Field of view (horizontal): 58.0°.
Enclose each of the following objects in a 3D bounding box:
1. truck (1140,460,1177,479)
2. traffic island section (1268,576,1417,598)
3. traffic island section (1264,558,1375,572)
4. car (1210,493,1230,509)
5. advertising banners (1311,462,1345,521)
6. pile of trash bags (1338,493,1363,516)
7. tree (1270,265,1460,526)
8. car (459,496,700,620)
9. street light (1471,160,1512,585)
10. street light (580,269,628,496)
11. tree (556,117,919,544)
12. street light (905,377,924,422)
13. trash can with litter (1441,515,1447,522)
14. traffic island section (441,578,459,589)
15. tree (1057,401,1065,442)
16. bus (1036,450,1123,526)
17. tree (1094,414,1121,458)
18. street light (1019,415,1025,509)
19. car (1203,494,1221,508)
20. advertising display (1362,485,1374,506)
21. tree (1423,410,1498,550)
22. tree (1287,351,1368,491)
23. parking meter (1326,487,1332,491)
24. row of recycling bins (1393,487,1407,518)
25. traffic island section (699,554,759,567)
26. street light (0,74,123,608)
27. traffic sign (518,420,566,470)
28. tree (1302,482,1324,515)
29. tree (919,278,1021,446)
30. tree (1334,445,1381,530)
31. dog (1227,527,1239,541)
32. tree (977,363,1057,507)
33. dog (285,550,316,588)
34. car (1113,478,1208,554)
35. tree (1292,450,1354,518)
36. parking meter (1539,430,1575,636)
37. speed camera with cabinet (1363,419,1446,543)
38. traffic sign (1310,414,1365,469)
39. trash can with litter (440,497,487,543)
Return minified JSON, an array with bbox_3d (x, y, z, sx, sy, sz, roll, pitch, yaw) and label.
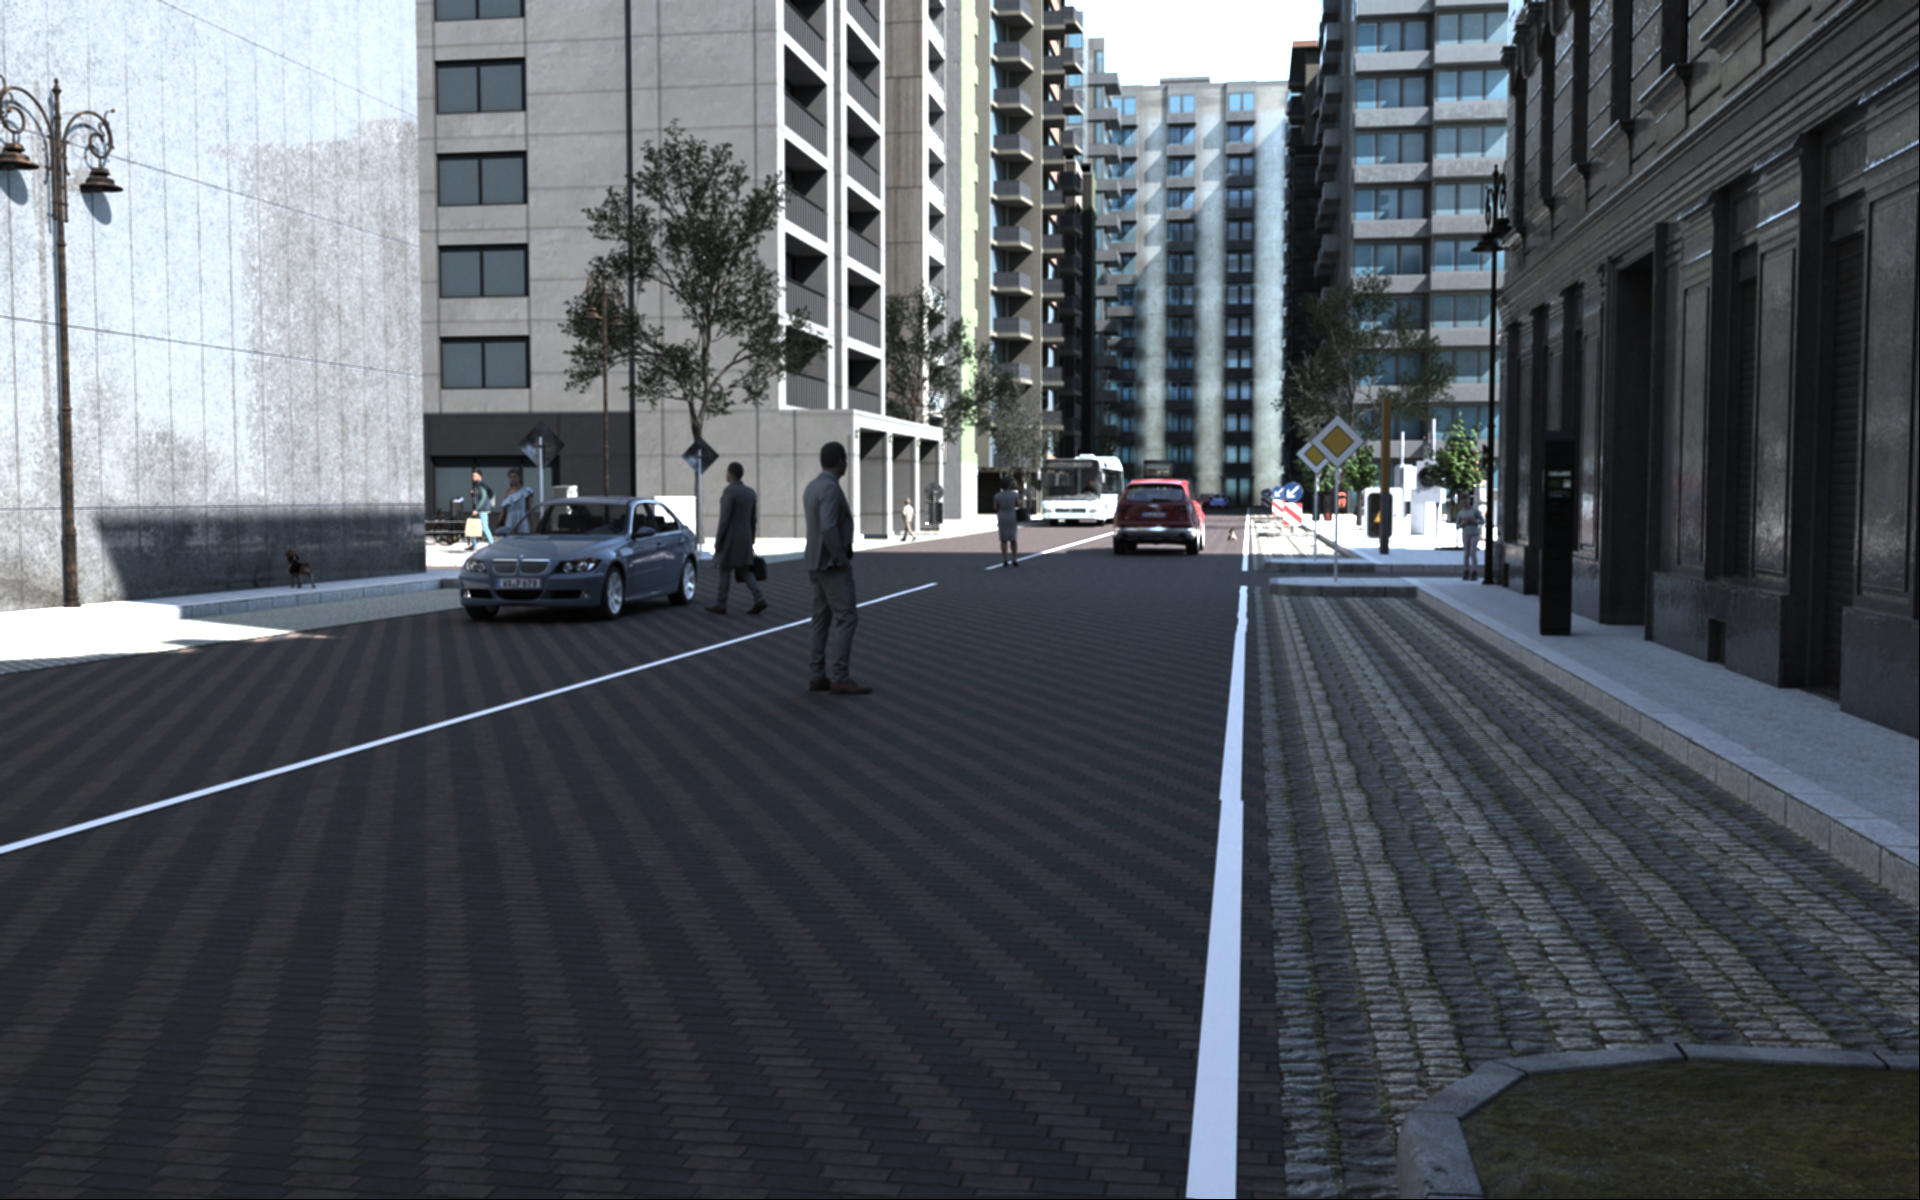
[{"bbox_3d":[16.813,-9.593,145.754,2.839,4.237,11.283,1,4,9],"label":"truck"},{"bbox_3d":[5.544,-0.189,25.367,2.009,0.180,2.903,1,4,9],"label":"traffic island section"},{"bbox_3d":[6.859,-0.671,33.244,2.009,0.180,2.903,1,4,9],"label":"traffic island section"},{"bbox_3d":[25.214,-9.702,168.218,1.945,1.707,3.694,1,4,11],"label":"car"},{"bbox_3d":[17.307,-5.215,81.449,0.090,3.025,2.074,-3,4,-36],"label":"advertising banners"},{"bbox_3d":[24.200,-5.755,103.839,3.447,1.369,1.912,-1,4,-9],"label":"pile of trash bags"},{"bbox_3d":[16.336,-8.274,69.690,8.767,10.594,7.601,3,5,43],"label":"tree"},{"bbox_3d":[-4.542,-0.568,21.294,2.014,1.417,4.499,1,4,9],"label":"car"},{"bbox_3d":[7.510,-3.159,24.440,0.468,5.910,1.993,1,4,9],"label":"street light"},{"bbox_3d":[-7.306,-3.849,35.717,0.468,5.910,1.993,1,4,9],"label":"street light"},{"bbox_3d":[-6.930,-6.704,44.023,8.767,10.594,7.601,3,4,39],"label":"tree"},{"bbox_3d":[-1.792,-5.849,68.413,0.468,5.910,1.993,1,4,9],"label":"street light"},{"bbox_3d":[22.334,-4.281,81.046,1.678,1.210,2.233,0,4,-1],"label":"trash can with litter"},{"bbox_3d":[-6.629,-0.313,27.397,2.009,0.180,2.903,1,4,9],"label":"traffic island section"},{"bbox_3d":[4.280,-9.637,107.924,4.360,8.622,3.978,0,3,0],"label":"tree"},{"bbox_3d":[5.765,-5.238,80.502,2.948,3.499,13.247,1,4,10],"label":"bus"},{"bbox_3d":[12.938,-12.769,159.128,4.737,8.622,4.395,0,3,0],"label":"tree"},{"bbox_3d":[3.633,-7.849,101.123,0.468,5.910,1.993,1,4,9],"label":"street light"},{"bbox_3d":[25.615,-10.209,175.963,2.155,1.783,4.494,1,4,10],"label":"car"},{"bbox_3d":[24.031,-5.934,102.237,0.123,1.923,0.974,-2,4,-34],"label":"advertising display"},{"bbox_3d":[11.592,-2.769,39.875,1.663,3.219,1.824,0,3,0],"label":"tree"},{"bbox_3d":[18.427,-8.445,88.442,4.360,8.622,3.978,0,3,0],"label":"tree"},{"bbox_3d":[20.985,-5.676,98.513,0.255,1.863,0.399,0,4,-6],"label":"parking meter"},{"bbox_3d":[24.007,-5.368,94.884,1.069,1.692,3.534,1,4,12],"label":"row of recycling bins"},{"bbox_3d":[-5.314,-0.795,35.273,2.009,0.180,2.903,1,4,9],"label":"traffic island section"},{"bbox_3d":[-10.044,-2.852,19.425,0.468,5.910,1.993,1,4,9],"label":"street light"},{"bbox_3d":[-6.604,-1.537,27.326,0.795,2.593,0.064,1,4,9],"label":"traffic sign"},{"bbox_3d":[22.472,-6.965,108.472,1.663,3.219,1.824,0,3,0],"label":"tree"},{"bbox_3d":[-1.322,-8.542,74.068,8.767,10.594,7.601,1,4,14],"label":"tree"},{"bbox_3d":[14.231,-4.095,61.555,1.663,3.219,1.824,0,3,0],"label":"tree"},{"bbox_3d":[8.525,-2.051,53.731,0.748,0.427,0.550,-3,5,-43],"label":"dog"},{"bbox_3d":[2.548,-8.868,95.361,4.360,8.622,3.978,0,3,0],"label":"tree"},{"bbox_3d":[-9.042,-0.421,23.714,0.540,0.507,0.406,0,4,3],"label":"dog"},{"bbox_3d":[4.949,-2.084,42.745,2.281,1.827,5.304,1,4,10],"label":"car"},{"bbox_3d":[19.929,-6.810,95.063,4.285,4.588,4.351,0,3,0],"label":"tree"},{"bbox_3d":[5.435,-0.615,15.768,0.255,1.863,0.399,1,4,16],"label":"parking meter"},{"bbox_3d":[11.750,-3.147,45.788,2.038,3.252,0.660,2,4,27],"label":"speed camera with cabinet"},{"bbox_3d":[5.520,-1.413,25.289,0.795,2.593,0.064,1,4,9],"label":"traffic sign"},{"bbox_3d":[-13.328,-2.197,46.974,1.678,1.210,2.233,1,4,18],"label":"trash can with litter"}]
